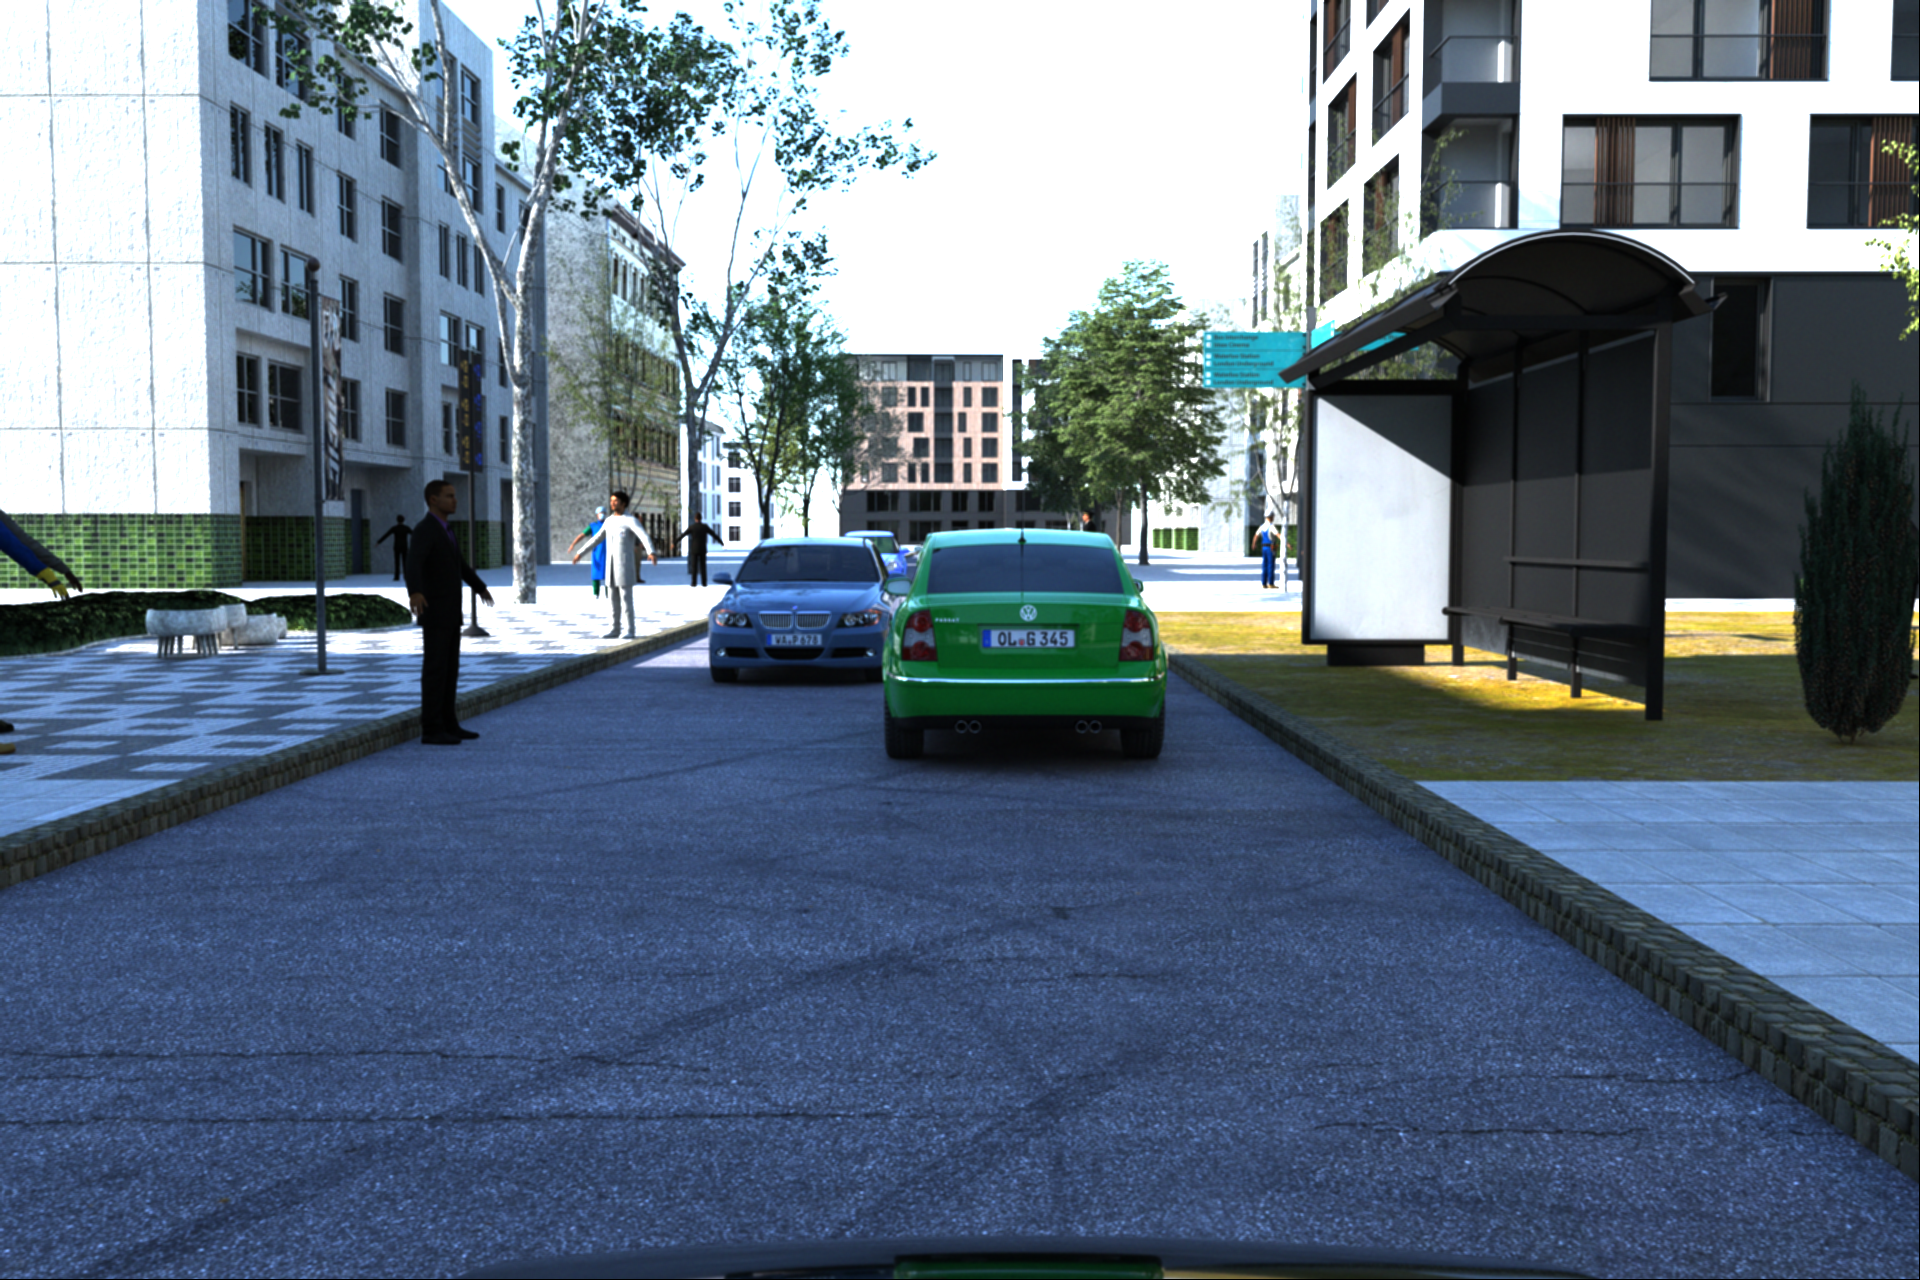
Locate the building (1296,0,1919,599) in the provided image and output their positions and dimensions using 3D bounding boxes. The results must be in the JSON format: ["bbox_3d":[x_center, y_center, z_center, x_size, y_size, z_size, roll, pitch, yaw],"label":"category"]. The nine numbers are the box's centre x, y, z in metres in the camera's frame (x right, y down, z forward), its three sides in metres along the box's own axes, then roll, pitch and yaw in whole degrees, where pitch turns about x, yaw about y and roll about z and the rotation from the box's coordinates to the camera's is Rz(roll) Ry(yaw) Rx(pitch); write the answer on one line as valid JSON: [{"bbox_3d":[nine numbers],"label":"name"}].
[{"bbox_3d":[23.361,-12.585,49.735,27.936,21.610,32.646,0,4,0],"label":"building"}]

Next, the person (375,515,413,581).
[{"bbox_3d":[-15.406,-2.539,47.705,1.347,1.806,0.705,-2,4,-26],"label":"person"}]

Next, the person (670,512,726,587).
[{"bbox_3d":[-6.318,-2.181,41.889,1.346,1.802,0.704,-1,4,-13],"label":"person"}]

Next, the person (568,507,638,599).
[{"bbox_3d":[-7.027,-1.708,34.049,1.347,1.817,0.704,-1,4,-20],"label":"person"}]

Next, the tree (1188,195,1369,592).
[{"bbox_3d":[7.176,-5.354,37.901,4.360,8.622,3.978,0,3,0],"label":"tree"}]

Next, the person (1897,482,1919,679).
[{"bbox_3d":[8.435,-0.534,15.452,0.721,1.740,1.216,0,4,-4],"label":"person"}]

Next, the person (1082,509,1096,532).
[{"bbox_3d":[2.821,-1.987,38.419,0.705,1.837,1.347,1,4,19],"label":"person"}]

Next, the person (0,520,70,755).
[{"bbox_3d":[-5.772,-0.249,10.042,1.349,1.833,0.705,1,4,19],"label":"person"}]

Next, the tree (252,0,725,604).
[{"bbox_3d":[-9.179,-10.774,32.045,12.611,20.169,13.585,0,3,0],"label":"tree"}]

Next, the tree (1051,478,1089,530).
[{"bbox_3d":[6.952,-9.985,113.610,4.360,8.622,3.978,0,3,0],"label":"tree"}]

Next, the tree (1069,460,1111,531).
[{"bbox_3d":[7.784,-9.601,107.334,4.737,8.622,4.395,0,3,0],"label":"tree"}]

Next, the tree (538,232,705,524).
[{"bbox_3d":[-8.209,-5.657,42.848,4.360,8.622,3.978,0,3,0],"label":"tree"}]

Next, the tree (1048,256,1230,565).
[{"bbox_3d":[7.206,-9.383,71.540,7.486,12.596,7.792,0,3,0],"label":"tree"}]

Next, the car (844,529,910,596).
[{"bbox_3d":[-2.152,-1.933,41.200,1.945,1.707,3.694,0,4,1],"label":"car"}]

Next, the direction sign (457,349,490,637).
[{"bbox_3d":[-6.111,-1.815,21.679,0.379,3.537,0.876,0,4,1],"label":"direction sign"}]

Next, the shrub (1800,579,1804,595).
[{"bbox_3d":[11.874,-0.754,23.446,1.383,1.207,1.383,0,3,0],"label":"shrub"}]

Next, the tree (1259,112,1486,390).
[{"bbox_3d":[7.651,-4.889,30.299,4.360,8.622,3.978,0,3,0],"label":"tree"}]

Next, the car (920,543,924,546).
[{"bbox_3d":[-0.613,-3.780,73.598,2.131,1.459,4.920,0,4,0],"label":"car"}]

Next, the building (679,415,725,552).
[{"bbox_3d":[-22.994,-11.849,135.883,9.099,9.664,28.070,0,4,1],"label":"building"}]

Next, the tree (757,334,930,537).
[{"bbox_3d":[-7.476,-12.009,106.723,12.009,13.543,11.850,0,3,0],"label":"tree"}]

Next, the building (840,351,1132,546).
[{"bbox_3d":[2.429,-21.963,205.528,32.646,21.610,27.936,0,4,-2],"label":"building"}]

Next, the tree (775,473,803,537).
[{"bbox_3d":[-19.735,-15.452,203.005,4.360,8.622,3.978,0,3,0],"label":"tree"}]

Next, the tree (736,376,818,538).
[{"bbox_3d":[-8.106,-7.821,78.241,4.737,8.622,4.395,0,3,0],"label":"tree"}]

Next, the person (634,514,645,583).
[{"bbox_3d":[-8.435,-2.400,45.510,0.705,1.796,1.348,-1,4,-10],"label":"person"}]

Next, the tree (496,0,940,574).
[{"bbox_3d":[-7.513,-12.105,53.802,12.611,20.169,13.585,0,3,0],"label":"tree"}]

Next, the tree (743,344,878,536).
[{"bbox_3d":[-8.309,-10.286,93.928,9.928,11.665,9.643,0,3,0],"label":"tree"}]

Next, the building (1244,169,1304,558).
[{"bbox_3d":[24.685,-13.250,83.102,16.747,18.905,31.486,0,3,0],"label":"building"}]

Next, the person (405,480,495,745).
[{"bbox_3d":[-3.548,-0.198,11.927,0.704,1.802,1.346,0,4,5],"label":"person"}]

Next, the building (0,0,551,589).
[{"bbox_3d":[-25.545,-11.566,55.562,16.747,18.905,31.486,0,4,1],"label":"building"}]

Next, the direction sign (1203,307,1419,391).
[{"bbox_3d":[4.128,-1.904,19.899,2.525,3.948,1.411,0,3,0],"label":"direction sign"}]

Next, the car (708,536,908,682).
[{"bbox_3d":[-1.542,-0.386,18.308,2.014,1.417,4.499,0,3,0],"label":"car"}]

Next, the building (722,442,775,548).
[{"bbox_3d":[-22.718,-14.043,171.746,9.099,9.664,28.070,0,4,1],"label":"building"}]

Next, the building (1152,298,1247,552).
[{"bbox_3d":[25.440,-16.624,138.258,16.747,18.905,31.486,0,4,0],"label":"building"}]

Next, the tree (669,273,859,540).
[{"bbox_3d":[-7.921,-8.812,69.832,9.928,11.665,9.643,0,3,0],"label":"tree"}]

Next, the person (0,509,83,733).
[{"bbox_3d":[-6.366,-0.305,11.111,1.348,1.813,0.705,0,4,-5],"label":"person"}]

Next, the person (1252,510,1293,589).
[{"bbox_3d":[7.268,-2.125,40.608,0.705,1.847,1.347,-2,4,-32],"label":"person"}]

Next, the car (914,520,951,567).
[{"bbox_3d":[-0.275,-2.339,47.043,1.959,1.807,4.718,0,4,-1],"label":"car"}]

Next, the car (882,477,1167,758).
[{"bbox_3d":[0.407,-0.223,12.435,1.959,1.807,4.718,0,3,0],"label":"car"}]

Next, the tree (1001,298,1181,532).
[{"bbox_3d":[7.316,-11.428,93.496,9.857,13.997,8.962,0,3,0],"label":"tree"}]

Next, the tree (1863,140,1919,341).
[{"bbox_3d":[16.456,-4.688,27.009,4.737,8.622,4.395,0,3,0],"label":"tree"}]

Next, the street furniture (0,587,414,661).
[{"bbox_3d":[-10.347,-0.377,21.791,5.734,0.657,10.072,0,4,-3],"label":"street furniture"}]

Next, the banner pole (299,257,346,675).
[{"bbox_3d":[-5.850,-1.590,16.019,0.401,3.779,0.863,0,4,2],"label":"banner pole"}]

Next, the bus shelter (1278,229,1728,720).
[{"bbox_3d":[4.097,-1.246,14.289,2.014,3.302,5.546,0,4,1],"label":"bus shelter"}]

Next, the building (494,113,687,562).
[{"bbox_3d":[-25.081,-15.720,87.943,19.493,23.208,18.063,0,4,1],"label":"building"}]

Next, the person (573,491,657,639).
[{"bbox_3d":[-4.196,-0.924,21.291,1.347,1.806,0.705,2,4,32],"label":"person"}]

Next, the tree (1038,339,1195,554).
[{"bbox_3d":[7.327,-8.988,81.371,8.767,10.594,7.601,2,4,26],"label":"tree"}]
